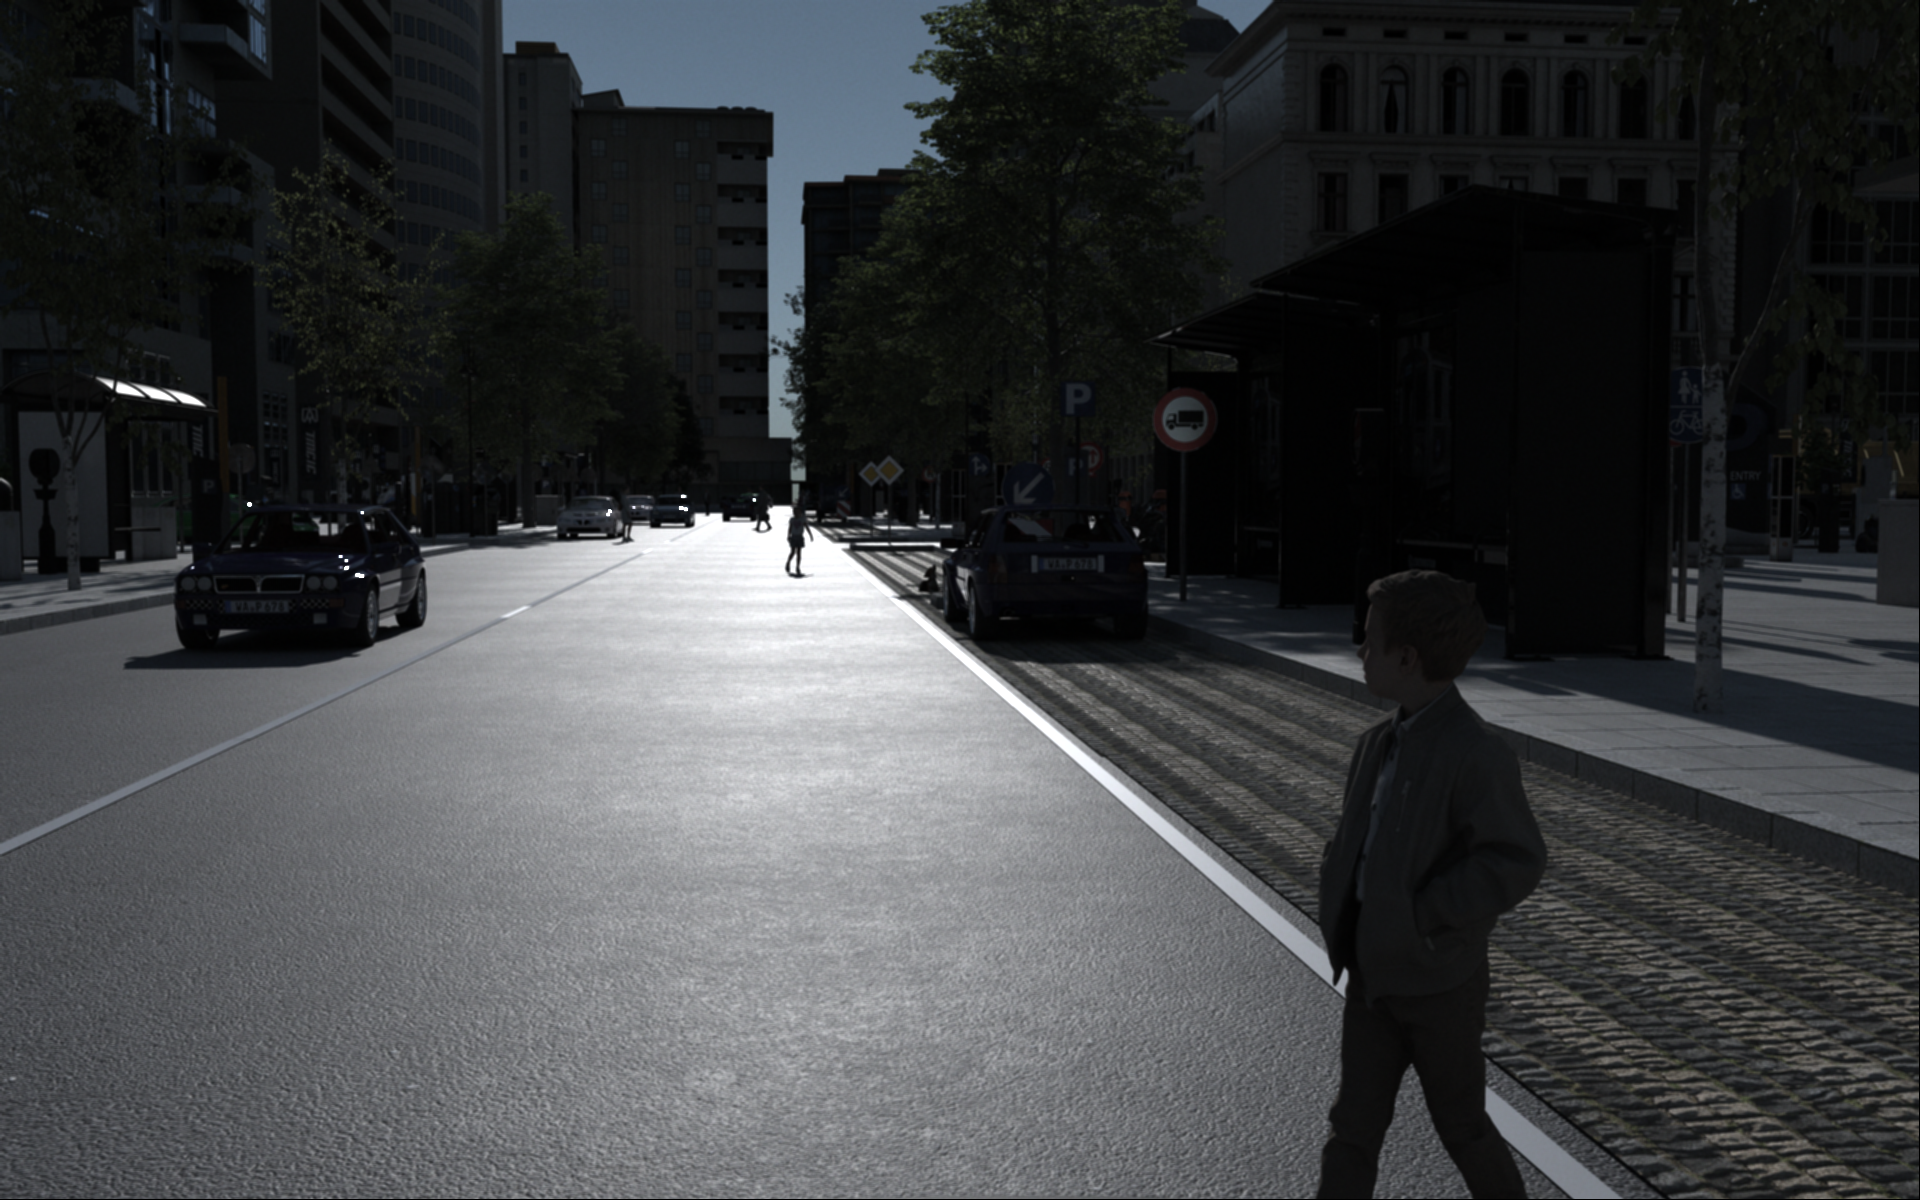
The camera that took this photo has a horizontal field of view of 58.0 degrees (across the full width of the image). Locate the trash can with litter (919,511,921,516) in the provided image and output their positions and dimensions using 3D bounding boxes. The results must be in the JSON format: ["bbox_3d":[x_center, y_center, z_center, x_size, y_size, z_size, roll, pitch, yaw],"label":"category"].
[{"bbox_3d":[-2.103,-6.342,114.745,2.233,1.210,1.678,-1,4,-18],"label":"trash can with litter"}]

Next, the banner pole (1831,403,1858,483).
[{"bbox_3d":[24.279,-3.529,47.717,0.863,3.779,0.401,3,4,36],"label":"banner pole"}]

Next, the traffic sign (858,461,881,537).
[{"bbox_3d":[-2.672,-2.969,52.185,0.795,2.450,0.064,0,4,-6],"label":"traffic sign"}]

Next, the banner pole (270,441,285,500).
[{"bbox_3d":[-31.949,-5.581,81.261,0.863,3.779,0.401,0,4,-2],"label":"banner pole"}]

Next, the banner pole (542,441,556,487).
[{"bbox_3d":[-18.976,-5.495,79.863,0.863,3.779,0.401,-3,5,-43],"label":"banner pole"}]

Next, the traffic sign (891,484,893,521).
[{"bbox_3d":[-3.198,-4.996,81.783,0.768,2.556,0.104,0,4,1],"label":"traffic sign"}]

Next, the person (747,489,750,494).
[{"bbox_3d":[-13.675,-6.341,112.408,0.478,1.798,0.641,1,4,11],"label":"person"}]

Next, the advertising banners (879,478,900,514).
[{"bbox_3d":[-4.379,-6.948,109.789,2.074,3.025,0.090,-3,5,-40],"label":"advertising banners"}]

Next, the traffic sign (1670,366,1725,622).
[{"bbox_3d":[7.252,-1.054,17.334,0.768,2.556,0.104,0,4,-1],"label":"traffic sign"}]

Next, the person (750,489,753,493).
[{"bbox_3d":[-14.186,-6.678,118.025,0.374,1.781,0.599,1,4,13],"label":"person"}]

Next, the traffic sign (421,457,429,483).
[{"bbox_3d":[-18.091,-3.595,58.892,0.768,2.556,0.104,0,4,-1],"label":"traffic sign"}]

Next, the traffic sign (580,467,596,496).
[{"bbox_3d":[-17.739,-5.050,82.673,0.768,2.556,0.104,0,4,-4],"label":"traffic sign"}]

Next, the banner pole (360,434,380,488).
[{"bbox_3d":[-24.639,-5.067,72.865,0.401,3.779,0.863,1,4,21],"label":"banner pole"}]

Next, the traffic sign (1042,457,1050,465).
[{"bbox_3d":[3.092,-3.604,59.029,0.768,2.556,0.104,0,4,3],"label":"traffic sign"}]

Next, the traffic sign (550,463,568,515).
[{"bbox_3d":[-16.414,-4.332,70.935,0.768,2.556,0.104,0,4,3],"label":"traffic sign"}]

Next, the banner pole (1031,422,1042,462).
[{"bbox_3d":[2.680,-4.287,60.101,0.401,3.779,0.863,2,4,31],"label":"banner pole"}]

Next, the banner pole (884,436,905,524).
[{"bbox_3d":[-2.852,-5.188,74.843,0.863,3.779,0.401,-1,4,-9],"label":"banner pole"}]

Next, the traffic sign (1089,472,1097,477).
[{"bbox_3d":[3.847,-3.325,54.373,0.884,2.594,0.081,0,4,-5],"label":"traffic sign"}]

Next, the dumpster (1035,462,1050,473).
[{"bbox_3d":[2.503,-3.108,53.314,1.502,2.255,1.985,0,4,-6],"label":"dumpster"}]

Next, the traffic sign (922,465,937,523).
[{"bbox_3d":[-1.306,-4.668,76.425,0.768,2.556,0.104,0,4,-1],"label":"traffic sign"}]

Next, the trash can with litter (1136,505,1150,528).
[{"bbox_3d":[6.948,-3.140,62.721,1.055,1.170,0.624,-2,4,-27],"label":"trash can with litter"}]

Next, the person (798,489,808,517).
[{"bbox_3d":[-8.232,-4.970,90.602,0.563,1.720,0.643,-3,4,-36],"label":"person"}]

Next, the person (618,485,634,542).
[{"bbox_3d":[-10.055,-2.607,52.121,0.522,1.701,0.512,-1,4,-15],"label":"person"}]

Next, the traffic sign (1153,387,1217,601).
[{"bbox_3d":[2.678,-1.260,20.699,0.768,2.556,0.104,0,4,2],"label":"traffic sign"}]

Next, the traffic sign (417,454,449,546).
[{"bbox_3d":[-13.088,-2.410,43.043,0.795,2.450,0.064,0,4,-6],"label":"traffic sign"}]

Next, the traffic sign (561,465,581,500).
[{"bbox_3d":[-17.258,-4.704,76.908,0.884,2.594,0.081,0,4,0],"label":"traffic sign"}]

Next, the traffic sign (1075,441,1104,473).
[{"bbox_3d":[3.063,-2.534,41.538,0.768,2.556,0.104,0,4,-3],"label":"traffic sign"}]

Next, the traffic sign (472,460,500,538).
[{"bbox_3d":[-13.952,-2.895,50.982,0.795,2.450,0.064,0,4,-6],"label":"traffic sign"}]

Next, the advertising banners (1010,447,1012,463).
[{"bbox_3d":[2.005,-4.168,64.342,0.090,3.025,2.074,0,4,-5],"label":"advertising banners"}]

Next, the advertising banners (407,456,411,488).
[{"bbox_3d":[-25.636,-5.061,78.940,2.074,3.025,0.090,1,4,13],"label":"advertising banners"}]

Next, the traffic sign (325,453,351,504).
[{"bbox_3d":[-18.660,-3.173,51.988,0.768,2.556,0.104,0,4,0],"label":"traffic sign"}]

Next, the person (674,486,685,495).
[{"bbox_3d":[-14.026,-4.765,86.514,0.694,1.812,0.767,-1,4,-23],"label":"person"}]

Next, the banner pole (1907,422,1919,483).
[{"bbox_3d":[32.785,-4.276,59.935,0.863,3.779,0.401,2,4,25],"label":"banner pole"}]

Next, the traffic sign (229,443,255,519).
[{"bbox_3d":[-18.052,-2.650,43.436,0.768,2.556,0.104,0,4,-1],"label":"traffic sign"}]

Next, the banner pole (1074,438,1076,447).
[{"bbox_3d":[5.311,-5.334,77.221,0.863,3.779,0.401,-3,4,-37],"label":"banner pole"}]

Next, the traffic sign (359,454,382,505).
[{"bbox_3d":[-18.949,-3.408,55.722,0.884,2.594,0.081,0,3,0],"label":"traffic sign"}]

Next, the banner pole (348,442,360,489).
[{"bbox_3d":[-29.135,-5.711,83.395,0.401,3.779,0.863,3,5,40],"label":"banner pole"}]

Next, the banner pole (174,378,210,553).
[{"bbox_3d":[-16.698,-2.911,37.609,0.863,3.779,0.401,-3,5,-39],"label":"banner pole"}]

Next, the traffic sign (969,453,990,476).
[{"bbox_3d":[0.564,-3.315,54.309,0.768,2.556,0.104,0,4,3],"label":"traffic sign"}]

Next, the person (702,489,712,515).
[{"bbox_3d":[-17.003,-6.562,116.190,0.661,1.777,0.834,1,4,17],"label":"person"}]

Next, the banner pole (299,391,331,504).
[{"bbox_3d":[-15.550,-3.177,41.960,0.863,3.779,0.401,-1,4,-21],"label":"banner pole"}]

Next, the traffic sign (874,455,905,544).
[{"bbox_3d":[-1.808,-2.483,44.246,0.795,2.450,0.064,0,4,-6],"label":"traffic sign"}]

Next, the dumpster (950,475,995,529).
[{"bbox_3d":[0.408,-2.905,53.252,1.264,1.857,1.865,0,4,-6],"label":"dumpster"}]

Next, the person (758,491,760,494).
[{"bbox_3d":[-18.611,-9.274,160.794,0.551,1.740,0.621,3,5,42],"label":"person"}]

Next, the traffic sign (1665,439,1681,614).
[{"bbox_3d":[7.605,-1.128,18.548,0.768,2.556,0.104,0,4,-5],"label":"traffic sign"}]

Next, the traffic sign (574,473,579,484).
[{"bbox_3d":[-19.894,-5.550,90.749,0.884,2.594,0.081,0,4,3],"label":"traffic sign"}]

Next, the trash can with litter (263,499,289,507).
[{"bbox_3d":[-14.477,-1.541,36.586,0.624,1.170,1.055,0,4,-5],"label":"trash can with litter"}]

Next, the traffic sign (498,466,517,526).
[{"bbox_3d":[-18.354,-4.223,70.235,0.795,2.450,0.064,0,4,-5],"label":"traffic sign"}]

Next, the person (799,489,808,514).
[{"bbox_3d":[-11.352,-7.158,125.553,0.660,1.820,0.620,-1,4,-13],"label":"person"}]

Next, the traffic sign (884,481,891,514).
[{"bbox_3d":[-4.342,-6.576,107.628,0.768,2.556,0.104,0,4,3],"label":"traffic sign"}]

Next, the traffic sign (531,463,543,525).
[{"bbox_3d":[-17.734,-4.401,72.063,0.768,2.556,0.104,0,4,-6],"label":"traffic sign"}]
